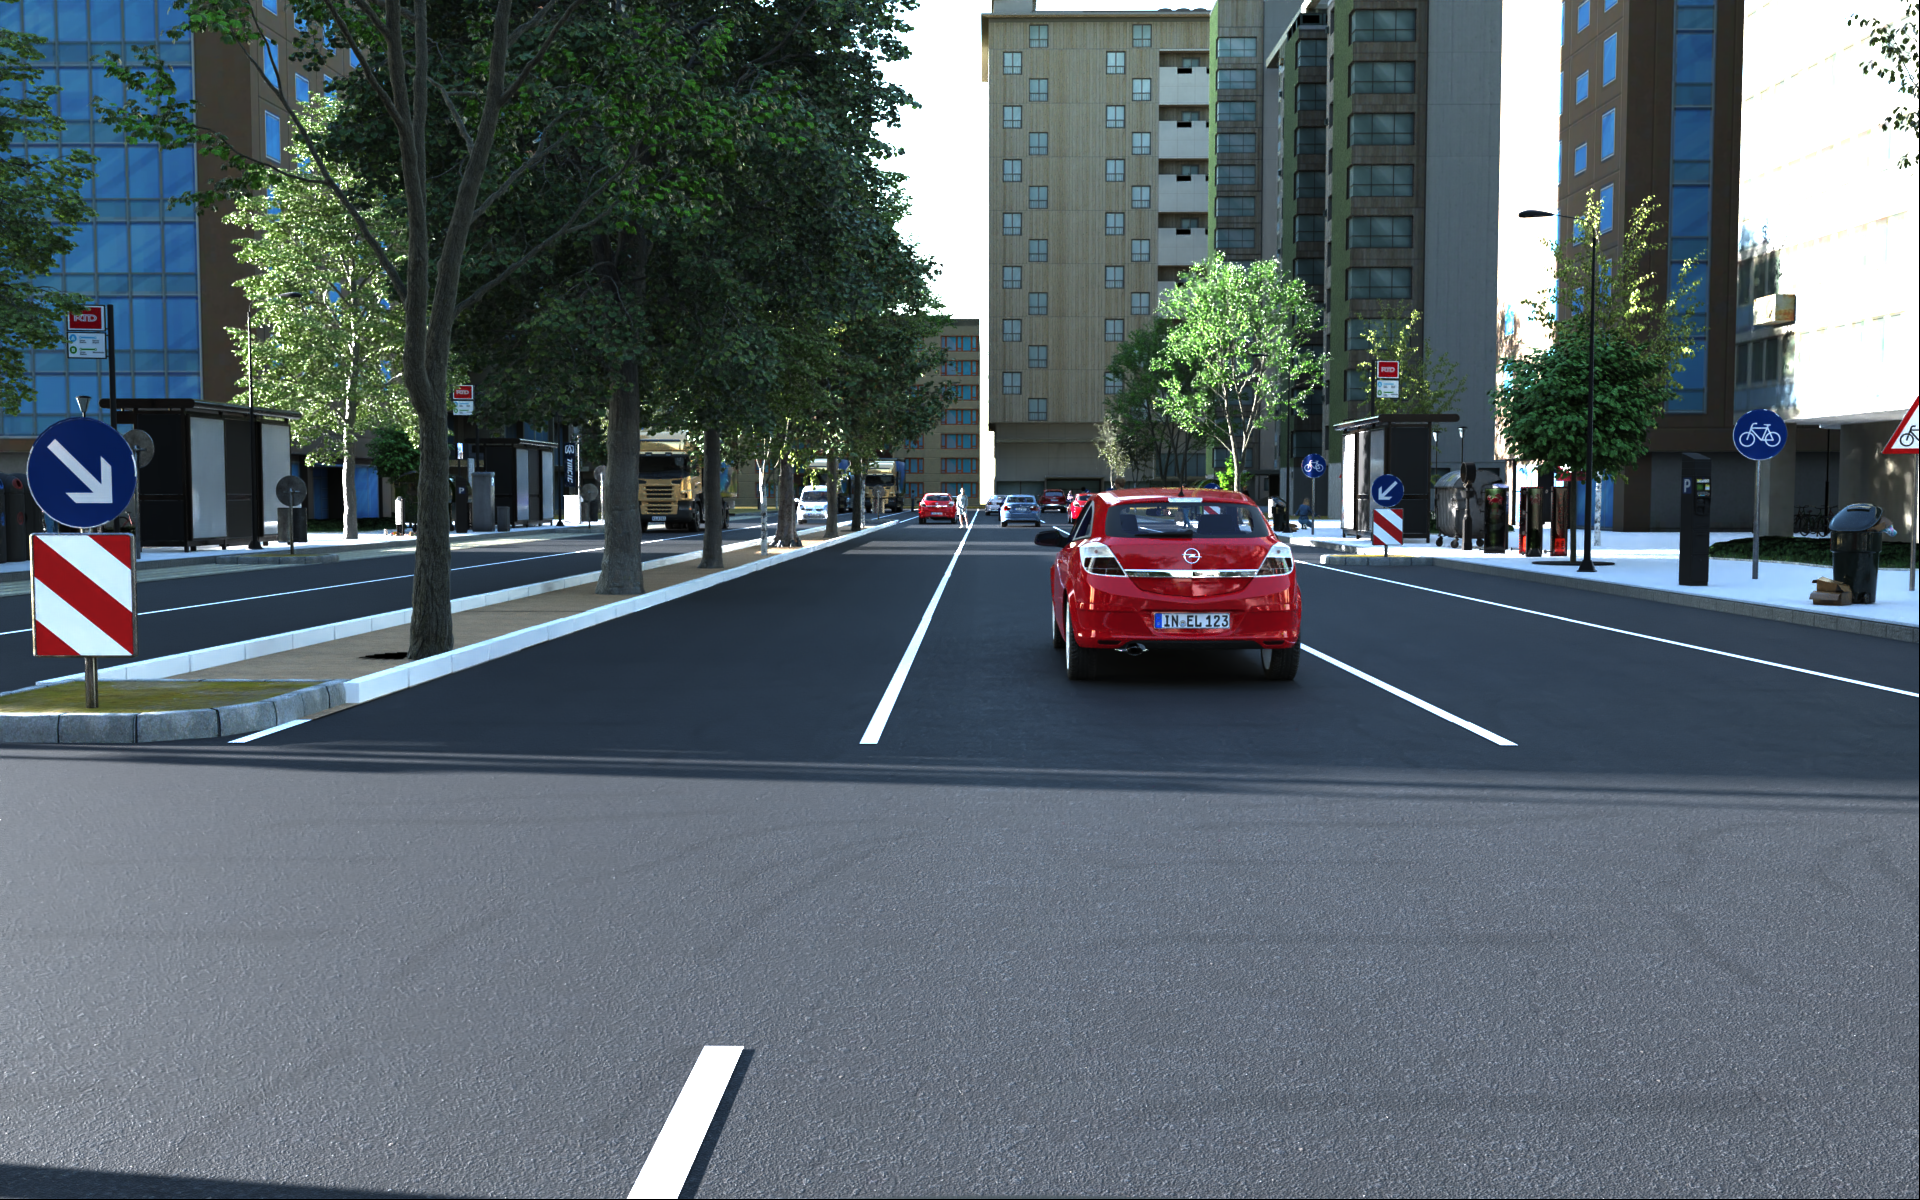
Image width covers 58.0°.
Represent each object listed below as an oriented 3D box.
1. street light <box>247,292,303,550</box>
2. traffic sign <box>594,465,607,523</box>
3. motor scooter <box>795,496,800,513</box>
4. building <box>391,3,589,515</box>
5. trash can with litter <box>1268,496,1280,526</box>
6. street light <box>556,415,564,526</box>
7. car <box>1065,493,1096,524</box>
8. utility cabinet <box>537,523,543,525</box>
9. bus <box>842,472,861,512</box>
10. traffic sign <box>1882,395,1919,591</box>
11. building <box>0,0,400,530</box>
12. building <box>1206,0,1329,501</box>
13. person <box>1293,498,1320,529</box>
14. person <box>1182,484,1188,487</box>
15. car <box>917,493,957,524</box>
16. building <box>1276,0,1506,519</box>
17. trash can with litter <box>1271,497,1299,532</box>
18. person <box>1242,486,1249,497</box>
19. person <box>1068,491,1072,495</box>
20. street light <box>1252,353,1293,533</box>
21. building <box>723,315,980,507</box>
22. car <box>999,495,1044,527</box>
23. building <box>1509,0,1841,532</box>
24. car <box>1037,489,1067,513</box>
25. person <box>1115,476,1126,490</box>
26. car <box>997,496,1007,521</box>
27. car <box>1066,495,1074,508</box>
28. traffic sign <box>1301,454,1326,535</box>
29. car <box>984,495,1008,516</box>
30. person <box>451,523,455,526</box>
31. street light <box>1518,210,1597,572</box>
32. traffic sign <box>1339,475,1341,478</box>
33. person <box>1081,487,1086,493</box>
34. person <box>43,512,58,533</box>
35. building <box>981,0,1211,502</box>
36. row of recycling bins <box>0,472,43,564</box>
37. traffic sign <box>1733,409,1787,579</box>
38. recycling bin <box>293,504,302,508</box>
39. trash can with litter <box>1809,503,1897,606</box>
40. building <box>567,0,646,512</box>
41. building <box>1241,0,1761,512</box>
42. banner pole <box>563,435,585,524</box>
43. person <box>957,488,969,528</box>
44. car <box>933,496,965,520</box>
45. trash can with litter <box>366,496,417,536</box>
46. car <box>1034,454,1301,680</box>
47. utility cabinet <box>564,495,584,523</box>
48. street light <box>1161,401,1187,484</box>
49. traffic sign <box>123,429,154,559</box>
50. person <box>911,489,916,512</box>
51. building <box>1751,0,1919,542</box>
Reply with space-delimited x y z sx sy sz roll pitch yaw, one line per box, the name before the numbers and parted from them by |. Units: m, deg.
street light | -15.815 -4.125 39.989 1.470 5.913 1.316 0 4 1
traffic sign | -15.797 -4.671 76.475 0.768 2.556 0.104 0 4 4
motor scooter | -12.364 -7.145 129.592 0.815 1.314 1.986 0 4 -1
building | -34.556 -27.293 100.873 22.147 44.769 28.867 0 4 1
trash can with litter | 12.327 -3.592 69.786 2.233 1.210 1.678 2 4 29
street light | -15.387 -5.887 68.789 1.470 5.913 1.316 0 4 1
car | 6.188 -4.578 83.884 2.155 1.783 4.494 0 4 1
utility cabinet | -17.683 -3.732 72.185 0.306 1.237 1.020 0 4 5
bus | -9.811 -9.000 142.014 2.948 3.499 13.247 0 4 1
traffic sign | 12.623 -1.400 22.889 0.884 2.594 0.081 0 4 8
building | -30.319 -25.323 64.136 14.600 45.320 14.200 0 4 1
building | 27.736 -28.298 146.270 14.154 41.232 14.086 0 4 1
person | 12.544 -3.155 63.124 1.012 1.151 0.738 3 4 39
person | 8.696 -3.577 66.977 0.794 1.824 0.713 -3 5 -41
car | -1.049 -4.609 84.397 2.155 1.783 4.494 0 4 1
building | 26.790 -20.574 108.091 14.160 30.474 14.107 0 4 1
trash can with litter | 11.115 -2.912 58.993 0.624 1.170 1.055 -2 4 -35
person | 15.252 -5.303 93.265 0.721 1.766 1.217 3 5 41
person | 10.380 -9.391 162.715 0.621 1.740 0.551 1 4 18
street light | 10.317 -5.182 57.261 1.470 5.913 1.316 0 4 1
building | -12.247 -21.223 192.029 28.899 21.520 27.650 0 4 1
car | 2.706 -3.963 76.791 2.014 1.417 4.499 0 4 3
building | 28.991 -25.287 63.553 14.600 45.320 14.200 0 4 1
car | 7.099 -7.603 132.985 2.281 1.827 5.304 0 4 0
person | 2.948 -1.418 32.228 0.362 1.759 0.519 2 4 28
car | 2.944 -4.962 93.710 1.945 1.354 3.894 0 4 2
car | 10.087 -8.988 159.526 1.945 1.354 3.894 0 4 1
traffic sign | 11.149 -3.336 54.657 0.768 2.556 0.104 0 4 5
car | 2.665 -6.405 117.085 2.083 1.381 4.827 0 4 0
person | -20.438 -3.876 69.597 0.537 1.800 0.526 -2 4 -24
street light | 9.822 -3.420 28.463 1.470 5.913 1.316 0 4 1
traffic sign | 12.828 -3.464 56.636 0.884 2.594 0.081 0 4 1
person | 7.360 -5.819 103.274 1.348 1.869 0.705 1 4 10
person | -20.393 -1.992 38.963 0.721 1.781 0.623 1 4 20
building | 16.064 -36.787 190.708 27.495 52.752 28.713 0 4 1
row of recycling bins | -18.098 -1.543 32.343 1.069 1.692 3.534 -1 4 -11
traffic sign | 12.004 -1.588 26.071 0.768 2.556 0.104 1 4 10
recycling bin | -18.551 -2.147 47.651 0.722 1.027 0.722 -2 4 -32
trash can with litter | 10.380 -0.537 20.167 1.055 1.170 0.624 -3 5 -41
building | -30.059 -26.846 122.529 14.154 41.232 14.086 0 4 1
building | 36.460 -26.592 126.668 32.217 40.220 23.993 0 4 1
banner pole | -16.474 -5.130 73.886 0.863 3.779 0.401 -1 4 -18
person | 0.118 -3.911 73.441 0.512 1.701 0.522 0 4 -1
car | -0.587 -5.141 96.637 1.945 1.354 3.894 0 4 2
trash can with litter | -17.135 -2.573 53.125 1.678 1.210 2.233 -3 4 -37
car | 1.729 -0.354 14.828 2.155 1.783 4.494 0 4 1
utility cabinet | -17.245 -4.051 77.398 1.020 1.237 0.306 3 5 41
street light | 10.691 -6.943 86.062 1.470 5.913 1.316 0 4 1
traffic sign | -16.195 -2.077 34.064 0.768 2.556 0.104 1 4 10
person | -3.825 -8.138 141.638 0.705 1.814 1.350 1 4 12
building | 30.650 -20.797 31.917 23.993 40.220 32.217 0 4 1
